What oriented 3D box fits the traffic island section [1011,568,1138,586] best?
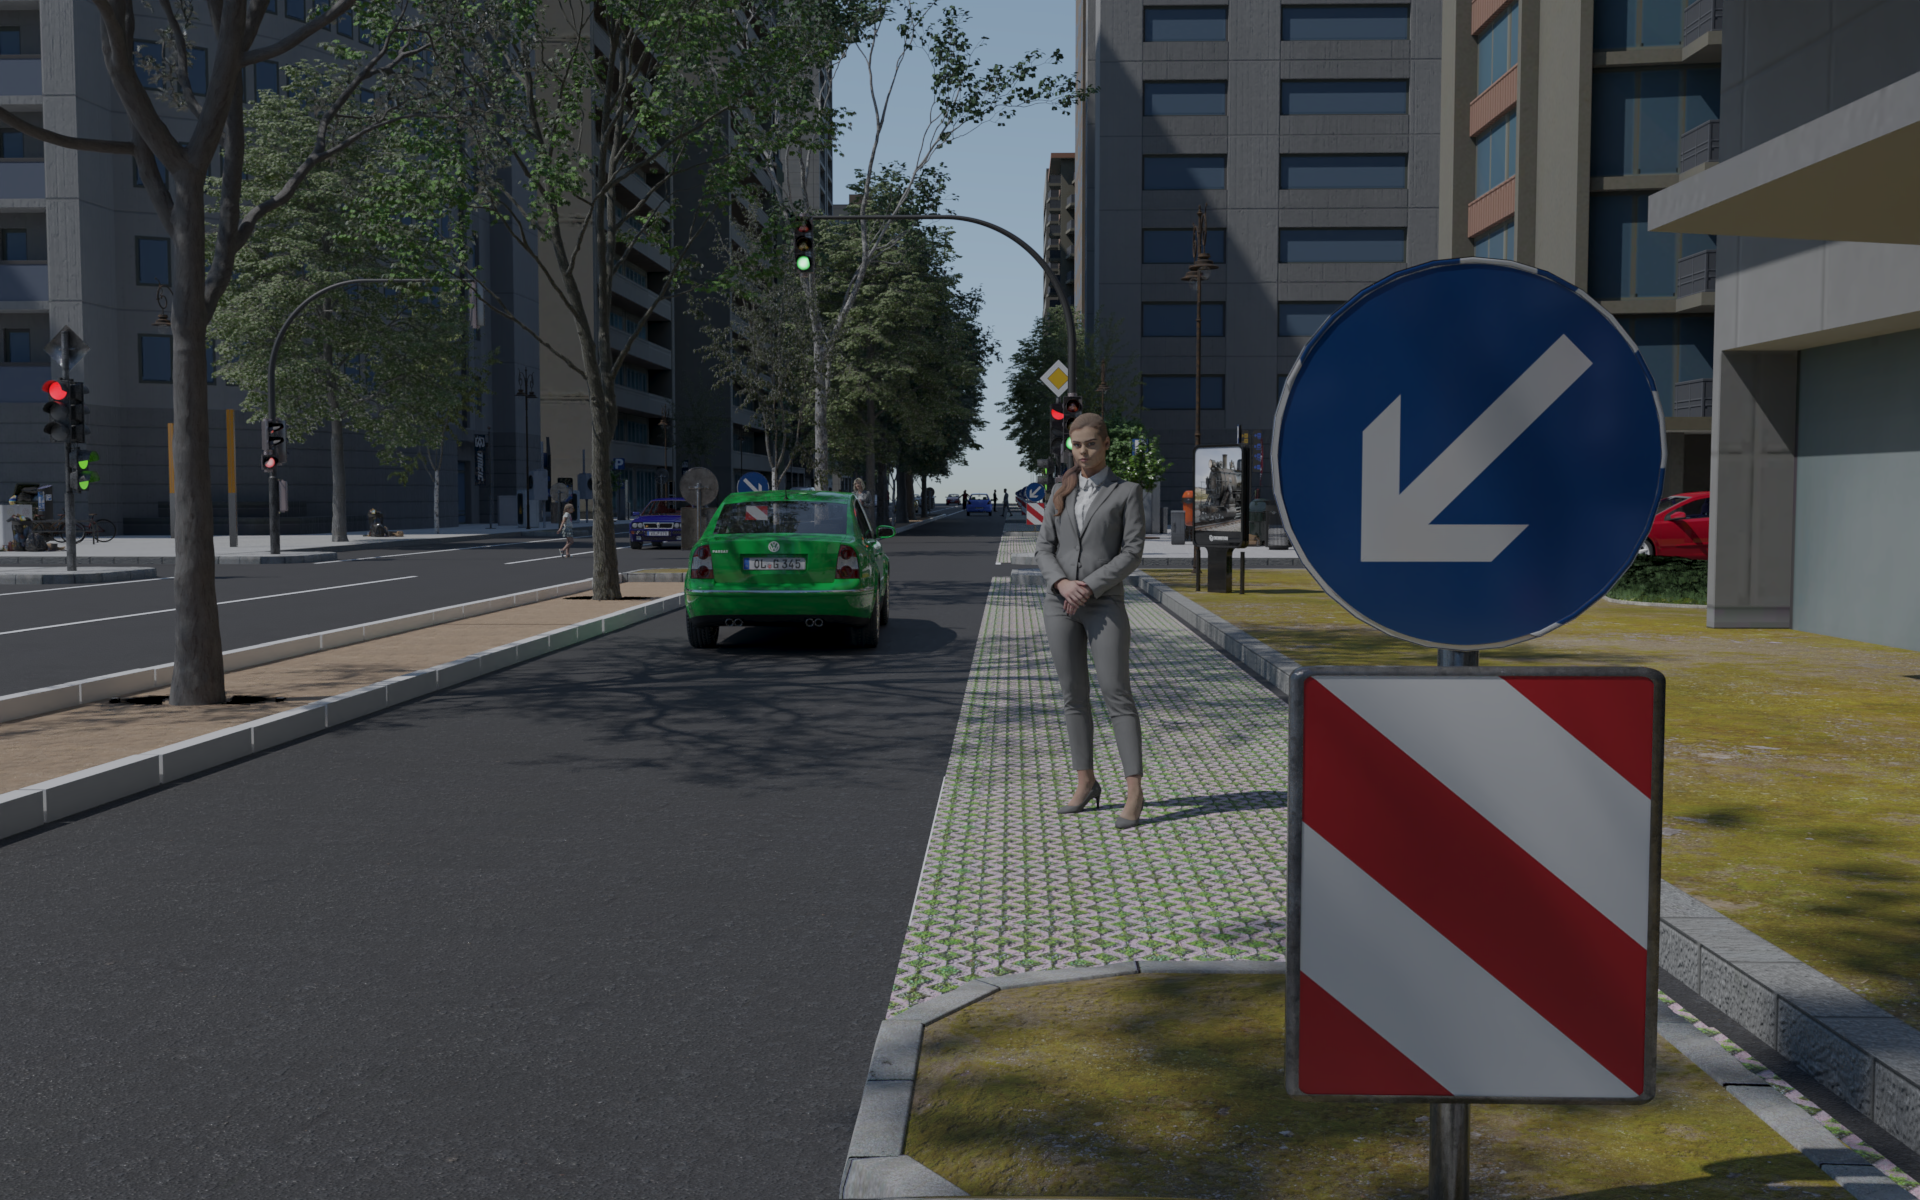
[{"bbox_3d":[1.840,-0.375,28.416,2.009,0.180,2.903,0,4,2],"label":"traffic island section"}]

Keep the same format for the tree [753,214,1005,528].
[{"bbox_3d":[-3.069,-9.103,68.300,9.611,12.733,9.660,0,3,0],"label":"tree"}]

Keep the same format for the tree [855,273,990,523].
[{"bbox_3d":[-2.703,-11.320,94.189,9.857,13.997,8.962,0,3,0],"label":"tree"}]

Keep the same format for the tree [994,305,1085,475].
[{"bbox_3d":[5.775,-11.388,104.325,7.486,12.596,7.792,0,3,0],"label":"tree"}]

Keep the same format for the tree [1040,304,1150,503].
[{"bbox_3d":[5.230,-7.211,68.259,4.737,8.622,4.395,0,3,0],"label":"tree"}]

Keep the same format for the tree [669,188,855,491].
[{"bbox_3d":[-4.322,-5.356,40.398,4.360,8.622,3.978,0,3,0],"label":"tree"}]

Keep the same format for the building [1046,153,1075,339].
[{"bbox_3d":[22.086,-34.487,218.494,22.147,44.769,28.867,0,4,2],"label":"building"}]

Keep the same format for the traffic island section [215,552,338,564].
[{"bbox_3d":[-14.604,-0.894,36.901,2.009,0.180,2.903,0,4,2],"label":"traffic island section"}]

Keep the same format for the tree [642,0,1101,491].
[{"bbox_3d":[-2.805,-11.635,48.574,12.611,20.169,13.585,0,3,0],"label":"tree"}]

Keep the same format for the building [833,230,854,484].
[{"bbox_3d":[-28.365,-32.858,229.112,32.217,40.220,23.993,0,4,2],"label":"building"}]

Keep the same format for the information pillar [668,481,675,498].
[{"bbox_3d":[-16.100,-5.643,96.756,0.304,2.012,0.304,0,4,5],"label":"information pillar"}]

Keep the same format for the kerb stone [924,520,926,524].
[{"bbox_3d":[-1.816,-3.618,81.344,0.120,0.150,1.000,0,4,2],"label":"kerb stone"}]

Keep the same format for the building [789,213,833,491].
[{"bbox_3d":[-20.782,-24.769,176.679,14.160,30.474,14.107,0,4,2],"label":"building"}]

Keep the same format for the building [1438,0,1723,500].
[{"bbox_3d":[27.199,-24.049,47.821,28.867,44.769,22.147,0,4,2],"label":"building"}]

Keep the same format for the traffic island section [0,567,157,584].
[{"bbox_3d":[-14.844,-0.406,28.920,2.009,0.180,2.903,0,4,2],"label":"traffic island section"}]

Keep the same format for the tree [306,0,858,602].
[{"bbox_3d":[-4.876,-5.807,23.160,9.928,11.665,9.643,0,3,0],"label":"tree"}]

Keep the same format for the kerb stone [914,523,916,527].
[{"bbox_3d":[-2.063,-3.115,73.128,0.120,0.150,1.000,0,4,2],"label":"kerb stone"}]

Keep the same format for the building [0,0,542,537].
[{"bbox_3d":[-30.099,-31.932,64.086,21.231,58.520,28.212,0,4,2],"label":"building"}]

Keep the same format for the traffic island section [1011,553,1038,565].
[{"bbox_3d":[2.079,-0.863,36.397,2.009,0.180,2.903,0,4,2],"label":"traffic island section"}]

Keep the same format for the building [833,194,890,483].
[{"bbox_3d":[-18.059,-37.432,262.121,14.600,45.320,14.200,0,4,2],"label":"building"}]

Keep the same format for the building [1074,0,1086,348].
[{"bbox_3d":[15.552,-29.138,126.509,14.600,45.320,14.200,0,4,2],"label":"building"}]

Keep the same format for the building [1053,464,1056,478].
[{"bbox_3d":[20.752,-52.363,168.804,22.319,86.520,31.000,0,4,2],"label":"building"}]

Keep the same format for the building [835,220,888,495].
[{"bbox_3d":[-17.797,-34.527,248.115,14.154,41.232,14.086,0,4,2],"label":"building"}]

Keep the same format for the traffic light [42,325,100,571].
[{"bbox_3d":[-14.804,-2.438,28.784,0.839,4.253,0.868,0,4,2],"label":"traffic light"}]

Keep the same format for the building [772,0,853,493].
[{"bbox_3d":[-23.528,-46.942,205.752,20.563,71.187,20.611,0,4,2],"label":"building"}]

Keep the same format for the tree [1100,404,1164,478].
[{"bbox_3d":[5.805,-4.875,63.416,4.285,4.588,4.351,0,3,0],"label":"tree"}]

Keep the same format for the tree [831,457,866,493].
[{"bbox_3d":[-12.131,-15.540,188.484,8.767,10.594,7.601,0,3,0],"label":"tree"}]

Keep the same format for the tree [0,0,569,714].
[{"bbox_3d":[-5.226,-6.039,11.558,12.009,13.543,11.850,0,3,0],"label":"tree"}]

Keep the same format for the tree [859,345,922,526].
[{"bbox_3d":[-2.992,-7.597,77.032,4.737,8.622,4.395,0,3,0],"label":"tree"}]

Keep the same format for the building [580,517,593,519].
[{"bbox_3d":[-28.794,-28.961,97.211,21.300,48.544,21.600,0,4,2],"label":"building"}]

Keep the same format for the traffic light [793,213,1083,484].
[{"bbox_3d":[-0.293,-3.276,28.224,4.771,5.953,1.251,0,4,2],"label":"traffic light"}]

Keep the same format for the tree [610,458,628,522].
[{"bbox_3d":[-16.347,-5.190,79.458,1.663,3.219,1.824,0,3,0],"label":"tree"}]

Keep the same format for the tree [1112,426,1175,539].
[{"bbox_3d":[5.190,-3.368,49.668,1.663,3.219,1.824,0,3,0],"label":"tree"}]

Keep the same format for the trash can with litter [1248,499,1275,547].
[{"bbox_3d":[7.313,-1.900,42.445,0.624,1.170,1.055,2,4,25],"label":"trash can with litter"}]

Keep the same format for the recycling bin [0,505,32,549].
[{"bbox_3d":[-22.254,-1.713,40.557,0.722,1.027,0.722,2,4,31],"label":"recycling bin"}]

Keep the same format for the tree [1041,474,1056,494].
[{"bbox_3d":[7.525,-9.083,143.114,1.663,3.219,1.824,0,3,0],"label":"tree"}]

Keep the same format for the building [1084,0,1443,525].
[{"bbox_3d":[16.649,-33.153,84.048,21.231,58.520,28.212,0,4,2],"label":"building"}]

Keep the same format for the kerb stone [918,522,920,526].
[{"bbox_3d":[-1.970,-3.303,76.199,0.120,0.150,1.000,0,4,2],"label":"kerb stone"}]

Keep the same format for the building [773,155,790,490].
[{"bbox_3d":[-22.152,-22.598,141.173,14.160,30.474,14.107,0,4,2],"label":"building"}]

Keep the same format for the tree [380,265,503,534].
[{"bbox_3d":[-16.832,-6.437,55.601,4.737,8.622,4.395,0,3,0],"label":"tree"}]

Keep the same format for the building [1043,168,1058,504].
[{"bbox_3d":[22.559,-37.955,244.262,21.300,48.544,21.600,0,4,2],"label":"building"}]

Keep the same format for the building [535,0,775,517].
[{"bbox_3d":[-25.283,-30.519,122.687,21.300,48.544,21.600,0,4,2],"label":"building"}]

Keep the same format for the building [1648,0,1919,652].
[{"bbox_3d":[17.881,-25.276,2.498,28.713,52.752,27.495,0,4,2],"label":"building"}]

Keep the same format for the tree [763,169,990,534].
[{"bbox_3d":[-3.016,-8.507,59.667,7.486,12.596,7.792,0,3,0],"label":"tree"}]

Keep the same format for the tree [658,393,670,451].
[{"bbox_3d":[-15.021,-9.135,99.721,4.360,8.622,3.978,0,3,0],"label":"tree"}]

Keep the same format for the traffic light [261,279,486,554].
[{"bbox_3d":[-12.471,-3.796,36.738,4.771,5.953,1.251,0,4,2],"label":"traffic light"}]

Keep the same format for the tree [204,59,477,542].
[{"bbox_3d":[-17.116,-7.835,46.230,7.486,12.596,7.792,0,3,0],"label":"tree"}]

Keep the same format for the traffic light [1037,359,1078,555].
[{"bbox_3d":[2.040,-2.897,36.285,0.839,4.253,0.868,0,4,2],"label":"traffic light"}]

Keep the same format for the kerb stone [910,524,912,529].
[{"bbox_3d":[-2.150,-2.924,70.061,0.120,0.150,1.000,0,4,2],"label":"kerb stone"}]
